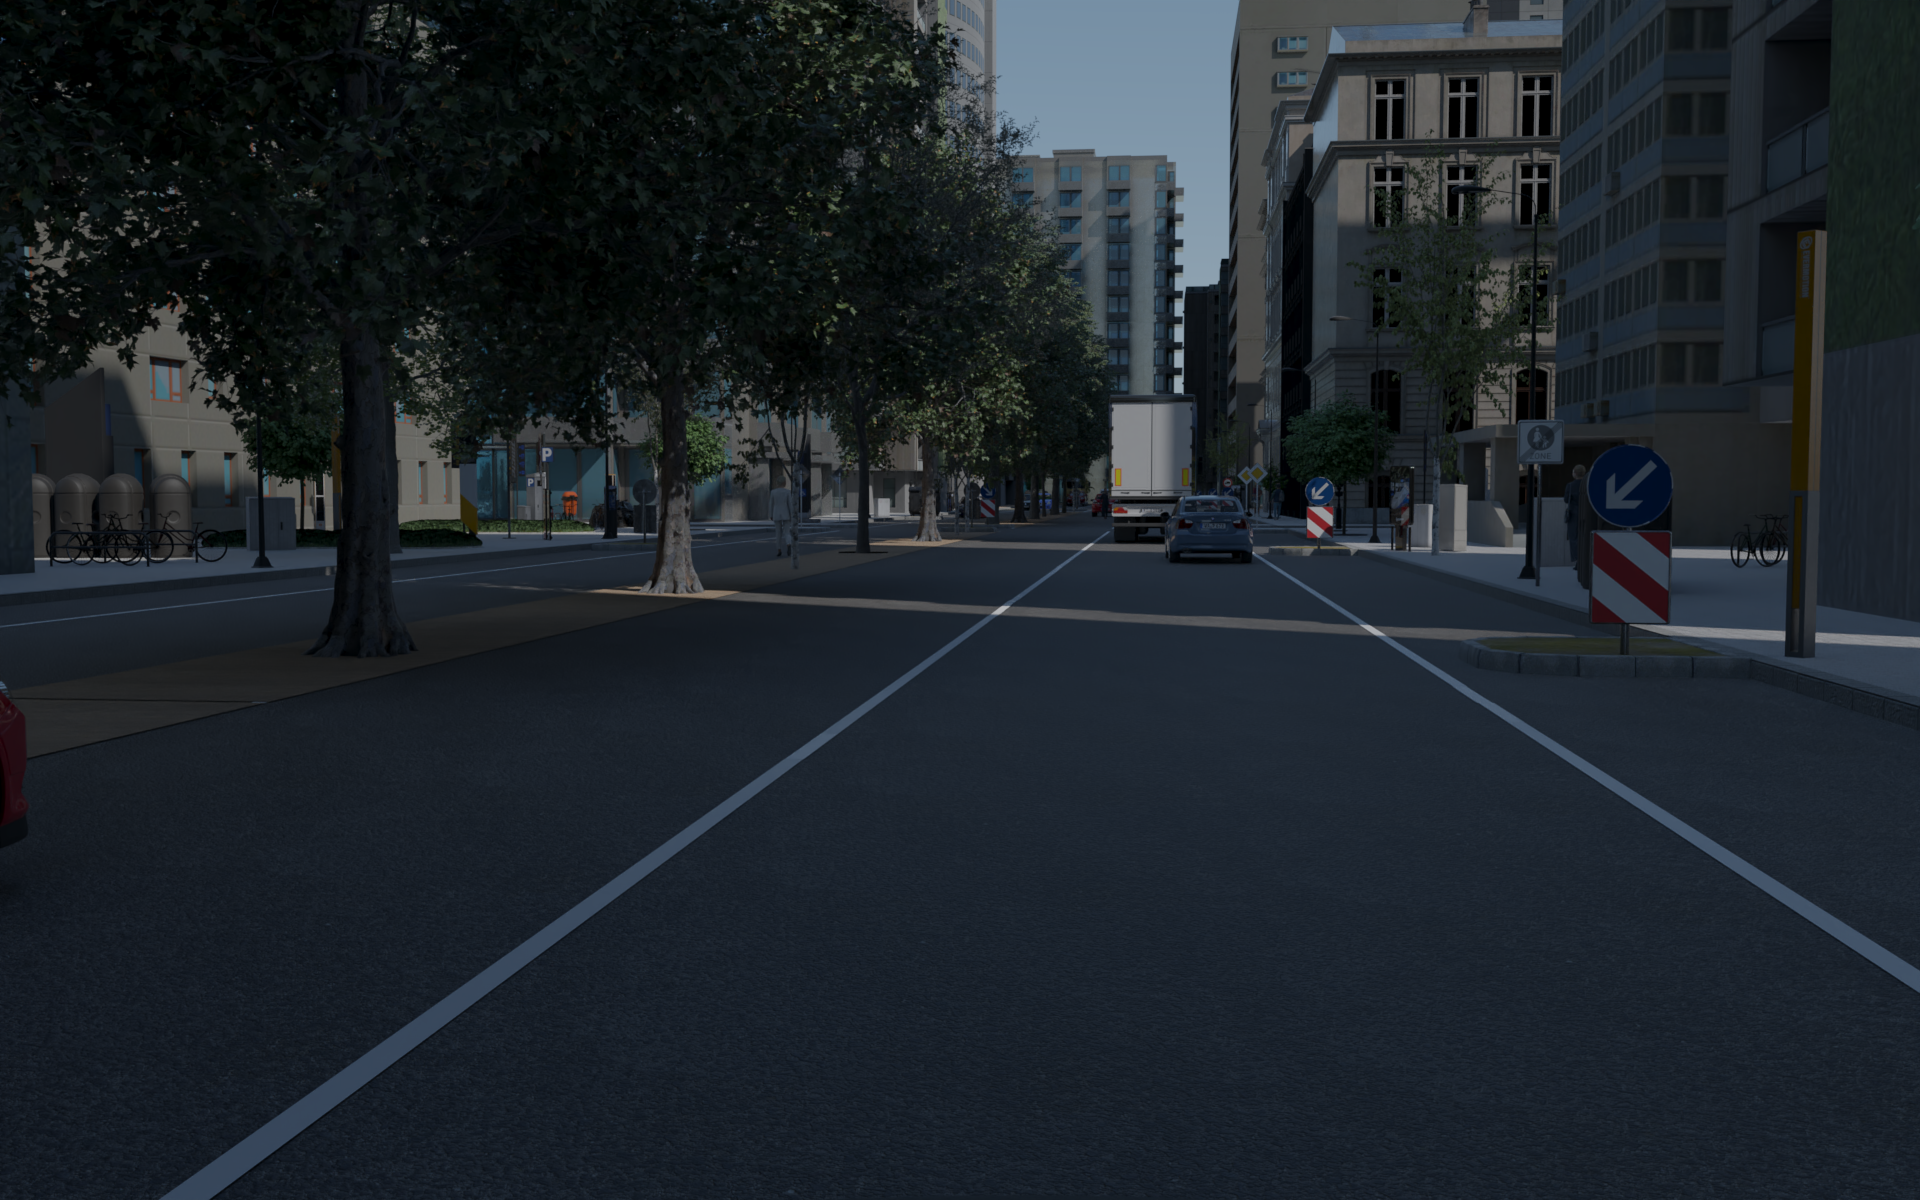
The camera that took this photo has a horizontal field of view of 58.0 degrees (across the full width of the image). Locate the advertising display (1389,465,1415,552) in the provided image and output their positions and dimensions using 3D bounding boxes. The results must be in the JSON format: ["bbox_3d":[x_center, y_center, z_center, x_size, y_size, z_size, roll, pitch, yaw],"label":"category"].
[{"bbox_3d":[9.956,-2.070,39.051,0.123,1.923,0.974,-1,4,-12],"label":"advertising display"}]

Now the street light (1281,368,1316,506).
[{"bbox_3d":[12.522,-5.584,63.843,1.470,5.913,1.316,0,4,7],"label":"street light"}]

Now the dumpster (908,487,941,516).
[{"bbox_3d":[-2.056,-5.644,100.487,1.865,1.857,1.264,0,4,6],"label":"dumpster"}]

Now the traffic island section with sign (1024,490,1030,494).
[{"bbox_3d":[6.903,-10.200,175.394,1.989,1.847,2.006,0,4,7],"label":"traffic island section with sign"}]

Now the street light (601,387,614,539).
[{"bbox_3d":[-9.504,-4.684,49.124,1.470,5.913,1.316,0,4,7],"label":"street light"}]

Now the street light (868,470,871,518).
[{"bbox_3d":[-4.362,-7.338,92.509,1.470,5.913,1.316,0,4,7],"label":"street light"}]

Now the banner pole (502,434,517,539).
[{"bbox_3d":[-12.837,-3.643,49.579,0.401,3.779,0.863,-3,4,-37],"label":"banner pole"}]

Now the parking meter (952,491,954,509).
[{"bbox_3d":[-0.646,-8.109,140.990,0.372,1.533,0.369,0,3,0],"label":"parking meter"}]

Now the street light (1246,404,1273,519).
[{"bbox_3d":[15.421,-7.122,88.980,1.470,5.913,1.316,0,4,7],"label":"street light"}]

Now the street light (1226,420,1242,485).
[{"bbox_3d":[17.570,-8.316,108.500,1.470,5.913,1.316,0,4,7],"label":"street light"}]

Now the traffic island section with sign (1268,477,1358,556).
[{"bbox_3d":[8.396,-1.997,41.286,1.989,1.847,2.006,0,4,7],"label":"traffic island section with sign"}]

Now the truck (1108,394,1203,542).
[{"bbox_3d":[6.201,-4.008,54.448,2.839,4.237,11.283,0,4,8],"label":"truck"}]

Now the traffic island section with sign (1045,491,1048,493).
[{"bbox_3d":[10.073,-11.867,202.659,1.989,1.847,2.006,0,4,7],"label":"traffic island section with sign"}]

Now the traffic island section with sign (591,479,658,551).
[{"bbox_3d":[-8.246,-2.204,44.664,1.989,1.847,2.006,0,4,7],"label":"traffic island section with sign"}]

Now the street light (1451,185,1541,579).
[{"bbox_3d":[8.091,-3.279,26.154,1.470,5.913,1.316,0,4,7],"label":"street light"}]

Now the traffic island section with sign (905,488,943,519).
[{"bbox_3d":[-2.000,-5.500,98.555,1.989,1.847,2.006,0,4,7],"label":"traffic island section with sign"}]

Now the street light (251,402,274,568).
[{"bbox_3d":[-11.623,-3.511,29.939,1.470,5.913,1.316,0,4,7],"label":"street light"}]

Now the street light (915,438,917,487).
[{"bbox_3d":[-2.277,-8.472,111.059,1.470,5.913,1.316,0,4,7],"label":"street light"}]

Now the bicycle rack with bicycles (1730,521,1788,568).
[{"bbox_3d":[14.738,-1.032,30.257,2.925,0.926,2.852,-1,4,-15],"label":"bicycle rack with bicycles"}]

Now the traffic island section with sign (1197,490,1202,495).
[{"bbox_3d":[17.976,-7.053,123.945,1.989,1.847,2.006,0,4,7],"label":"traffic island section with sign"}]

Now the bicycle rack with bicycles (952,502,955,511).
[{"bbox_3d":[-1.246,-7.299,132.714,2.852,0.926,2.925,1,4,9],"label":"bicycle rack with bicycles"}]

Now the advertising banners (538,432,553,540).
[{"bbox_3d":[-11.663,-3.209,48.651,0.090,3.025,2.074,-1,4,-21],"label":"advertising banners"}]

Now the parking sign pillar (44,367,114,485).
[{"bbox_3d":[-18.880,-2.978,37.160,1.447,3.967,1.447,0,4,5],"label":"parking sign pillar"}]

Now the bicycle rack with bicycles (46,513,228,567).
[{"bbox_3d":[-15.320,-1.115,31.613,2.925,0.926,2.852,0,4,4],"label":"bicycle rack with bicycles"}]

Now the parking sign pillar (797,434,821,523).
[{"bbox_3d":[-6.934,-5.424,77.153,1.447,3.967,1.447,0,4,3],"label":"parking sign pillar"}]

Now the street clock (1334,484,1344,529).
[{"bbox_3d":[13.866,-3.596,63.366,0.358,2.002,0.471,0,4,-3],"label":"street clock"}]

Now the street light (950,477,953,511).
[{"bbox_3d":[-0.139,-9.639,130.135,1.470,5.913,1.316,0,4,7],"label":"street light"}]

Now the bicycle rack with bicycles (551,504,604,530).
[{"bbox_3d":[-13.509,-2.938,61.414,2.852,0.926,2.925,0,4,-7],"label":"bicycle rack with bicycles"}]

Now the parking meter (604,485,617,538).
[{"bbox_3d":[-10.132,-2.558,50.232,0.372,1.533,0.369,0,3,0],"label":"parking meter"}]

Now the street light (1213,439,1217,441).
[{"bbox_3d":[22.058,-10.635,146.421,1.470,5.913,1.316,0,4,7],"label":"street light"}]

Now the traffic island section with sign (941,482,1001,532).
[{"bbox_3d":[0.380,-3.515,65.612,2.006,1.907,1.989,0,4,7],"label":"traffic island section with sign"}]

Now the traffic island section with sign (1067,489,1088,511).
[{"bbox_3d":[9.885,-8.531,147.611,2.006,1.907,1.989,0,4,7],"label":"traffic island section with sign"}]

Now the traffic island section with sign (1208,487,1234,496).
[{"bbox_3d":[14.881,-5.415,97.168,1.989,1.847,2.006,0,4,7],"label":"traffic island section with sign"}]

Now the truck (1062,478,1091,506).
[{"bbox_3d":[14.242,-13.149,210.915,3.469,3.379,9.791,0,4,6],"label":"truck"}]

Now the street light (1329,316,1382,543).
[{"bbox_3d":[10.336,-4.450,45.304,1.470,5.913,1.316,0,4,7],"label":"street light"}]

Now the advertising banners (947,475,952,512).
[{"bbox_3d":[-0.731,-7.843,124.413,0.090,3.025,2.074,1,4,10],"label":"advertising banners"}]

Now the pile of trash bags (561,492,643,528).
[{"bbox_3d":[-13.563,-3.444,66.054,3.447,1.369,1.912,-3,4,-38],"label":"pile of trash bags"}]

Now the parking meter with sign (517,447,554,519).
[{"bbox_3d":[-15.656,-4.133,63.831,0.543,3.016,1.738,1,4,20],"label":"parking meter with sign"}]

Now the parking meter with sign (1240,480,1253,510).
[{"bbox_3d":[22.303,-8.587,136.660,1.738,3.016,0.543,-1,4,-14],"label":"parking meter with sign"}]

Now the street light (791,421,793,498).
[{"bbox_3d":[-6.654,-6.204,73.983,1.470,5.913,1.316,0,4,7],"label":"street light"}]

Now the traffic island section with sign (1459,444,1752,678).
[{"bbox_3d":[5.289,-0.360,14.510,1.989,1.847,2.006,0,4,7],"label":"traffic island section with sign"}]

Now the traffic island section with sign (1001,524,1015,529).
[{"bbox_3d":[1.243,-3.965,72.969,2.006,1.907,1.989,0,4,7],"label":"traffic island section with sign"}]

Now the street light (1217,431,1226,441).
[{"bbox_3d":[19.851,-9.458,127.176,1.470,5.913,1.316,0,4,7],"label":"street light"}]

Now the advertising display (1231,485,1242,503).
[{"bbox_3d":[19.444,-7.142,121.992,0.123,1.923,0.974,-3,4,-36],"label":"advertising display"}]
